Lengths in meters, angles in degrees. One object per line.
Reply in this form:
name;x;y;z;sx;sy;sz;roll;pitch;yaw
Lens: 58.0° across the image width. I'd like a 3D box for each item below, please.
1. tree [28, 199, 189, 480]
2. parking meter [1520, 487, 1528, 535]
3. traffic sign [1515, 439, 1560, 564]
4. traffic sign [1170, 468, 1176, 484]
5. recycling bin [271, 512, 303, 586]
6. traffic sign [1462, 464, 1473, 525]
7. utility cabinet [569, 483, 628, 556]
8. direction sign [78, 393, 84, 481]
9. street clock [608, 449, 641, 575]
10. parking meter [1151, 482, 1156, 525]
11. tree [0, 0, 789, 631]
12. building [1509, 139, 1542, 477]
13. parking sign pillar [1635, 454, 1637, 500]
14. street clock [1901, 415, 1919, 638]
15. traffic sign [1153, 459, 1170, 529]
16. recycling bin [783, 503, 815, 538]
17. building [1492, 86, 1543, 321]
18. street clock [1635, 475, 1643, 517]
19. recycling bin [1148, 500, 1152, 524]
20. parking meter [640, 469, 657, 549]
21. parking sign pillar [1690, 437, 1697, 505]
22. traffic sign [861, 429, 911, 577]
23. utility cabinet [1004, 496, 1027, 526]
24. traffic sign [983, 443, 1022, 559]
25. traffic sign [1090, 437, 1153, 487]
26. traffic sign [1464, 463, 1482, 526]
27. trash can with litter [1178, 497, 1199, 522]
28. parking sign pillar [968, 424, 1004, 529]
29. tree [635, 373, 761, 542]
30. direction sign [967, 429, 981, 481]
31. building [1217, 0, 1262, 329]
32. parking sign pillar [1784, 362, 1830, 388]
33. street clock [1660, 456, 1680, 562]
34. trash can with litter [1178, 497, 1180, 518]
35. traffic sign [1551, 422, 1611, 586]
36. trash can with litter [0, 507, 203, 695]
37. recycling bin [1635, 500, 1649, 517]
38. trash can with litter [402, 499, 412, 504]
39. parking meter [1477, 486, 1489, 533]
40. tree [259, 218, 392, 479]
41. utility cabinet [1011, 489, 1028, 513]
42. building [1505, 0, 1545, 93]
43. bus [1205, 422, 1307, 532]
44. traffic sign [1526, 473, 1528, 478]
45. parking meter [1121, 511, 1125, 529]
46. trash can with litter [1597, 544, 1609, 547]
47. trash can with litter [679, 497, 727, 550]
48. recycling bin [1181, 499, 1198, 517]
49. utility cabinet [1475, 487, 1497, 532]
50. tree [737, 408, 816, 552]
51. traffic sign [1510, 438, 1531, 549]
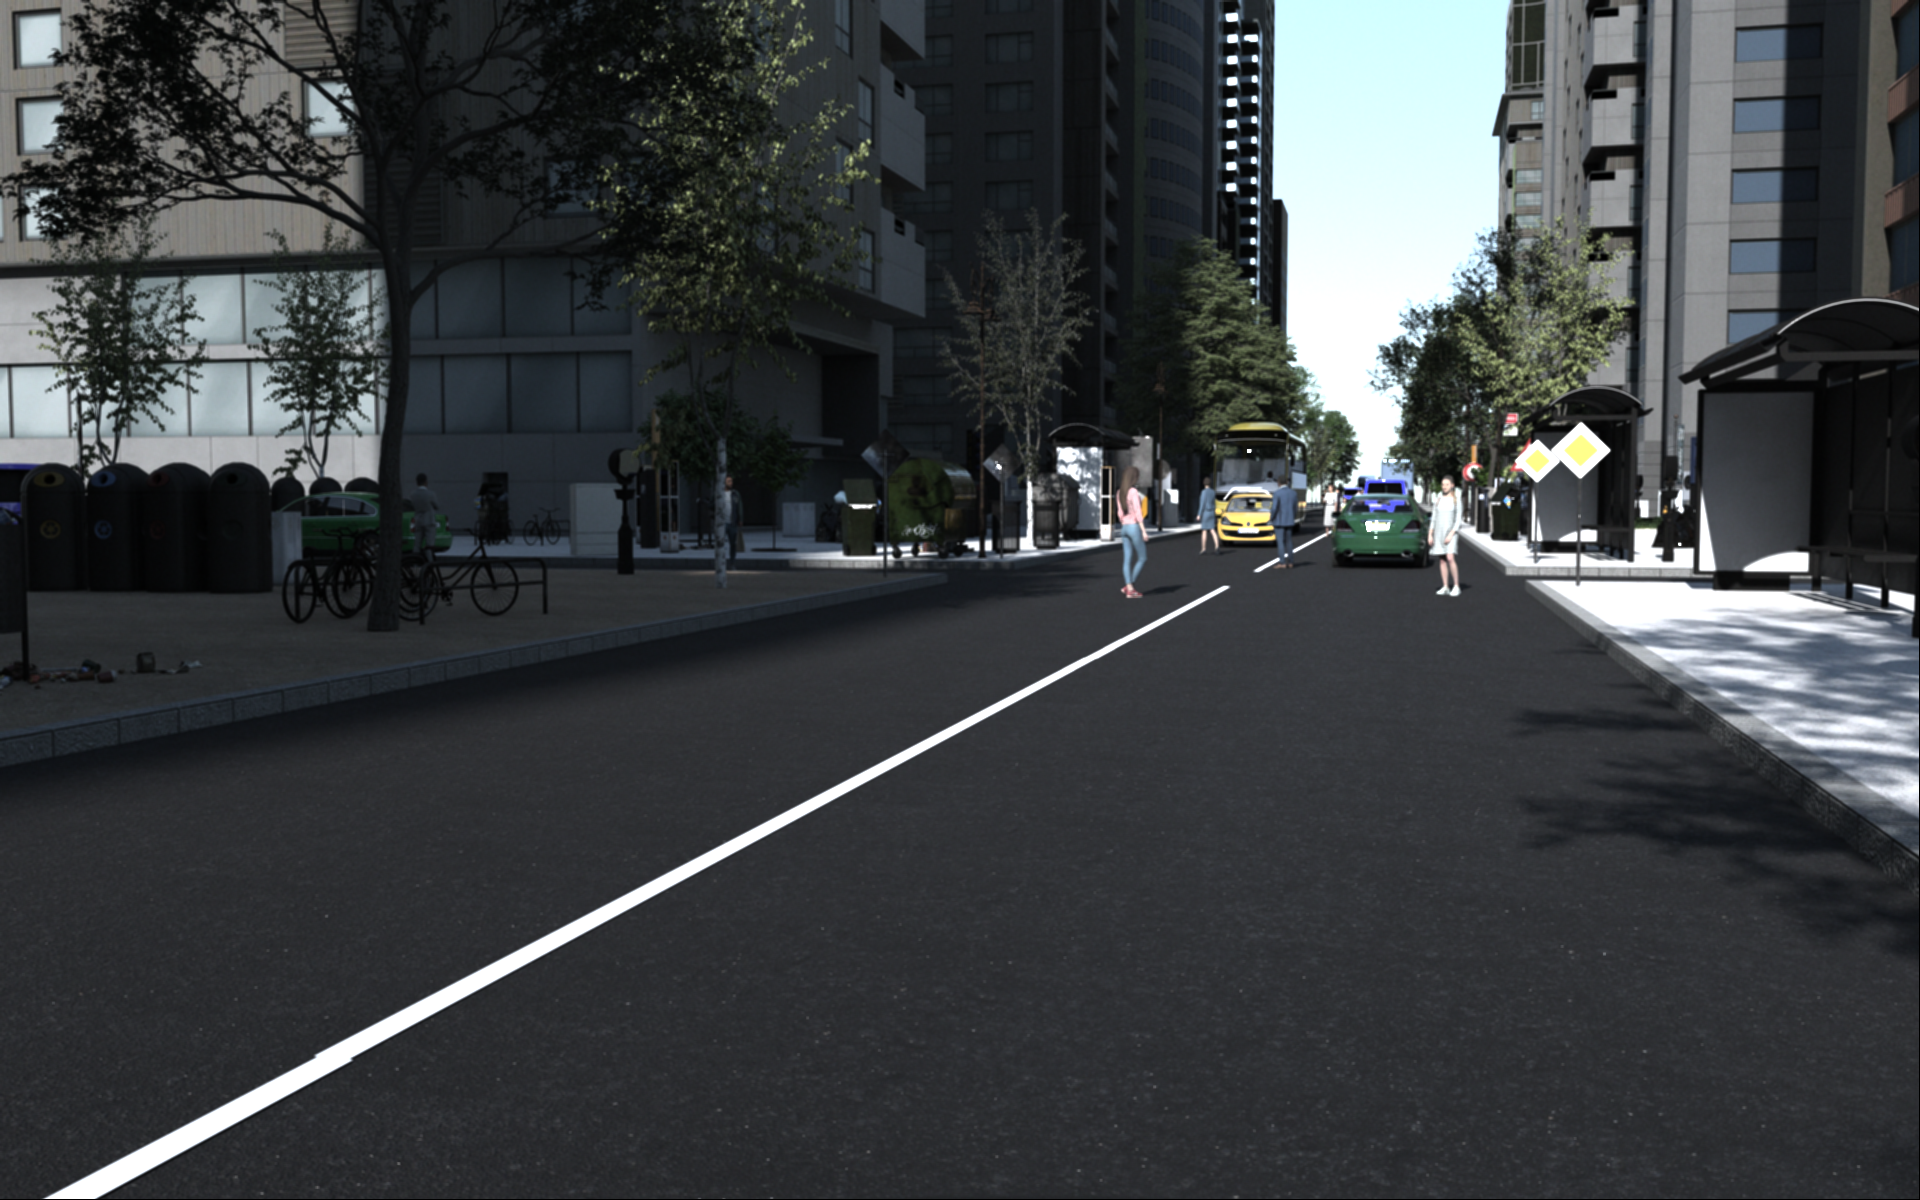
tree;-20.676;-5.627;42.357;4.737;8.622;4.395;0;3;0
parking meter;17.794;-2.811;54.376;0.372;1.533;0.369;0;3;0
traffic sign;10.604;-1.726;31.869;0.795;2.450;0.064;1;4;14
traffic sign;8.243;-4.055;68.426;0.606;2.300;0.079;1;4;19
recycling bin;-9.803;-0.735;24.575;0.722;1.027;0.722;0;4;-3
traffic sign;21.061;-4.353;71.281;0.768;2.556;0.104;1;4;16
utility cabinet;-7.503;-1.670;35.988;1.173;1.500;0.318;-3;4;-37
direction sign;-19.810;-2.879;39.062;0.379;3.537;0.876;-2;4;-26
street clock;-5.343;-1.410;27.631;0.358;2.002;0.471;3;5;44
parking meter;8.078;-4.006;71.204;0.255;1.863;0.399;-2;4;-32
tree;-5.073;-4.987;15.955;7.601;10.594;8.767;0;4;-4
building;71.093;-31.652;201.111;14.154;41.232;14.086;1;4;14
parking sign pillar;30.915;-5.654;80.910;1.447;3.967;1.447;-3;5;-40
street clock;8.621;-0.661;15.371;0.471;2.002;0.358;0;4;4
traffic sign;7.246;-3.846;62.990;0.768;2.556;0.104;1;4;19
recycling bin;-4.789;-2.381;51.489;0.722;1.027;0.722;2;4;32
building;82.585;-38.541;219.390;28.713;52.752;27.495;1;4;14
street clock;25.471;-3.701;65.079;0.358;2.002;0.471;3;4;36
recycling bin;8.550;-3.779;74.335;0.722;1.027;0.722;3;4;36
parking meter;-7.365;-2.151;40.874;0.255;1.863;0.399;-3;5;-39
parking sign pillar;25.068;-4.270;58.289;1.447;3.967;1.447;0;4;-1
traffic sign;-1.148;-1.407;26.640;0.795;2.450;0.064;1;4;14
utility cabinet;2.170;-3.553;69.256;1.020;1.237;0.306;-1;4;-13
traffic sign;0.828;-1.880;34.378;0.795;2.450;0.064;1;4;14
traffic sign;5.753;-4.161;61.911;2.265;3.308;0.079;1;4;16
traffic sign;20.823;-4.286;70.182;0.768;2.556;0.104;1;4;19
trash can with litter;10.517;-4.194;79.626;1.678;1.210;2.233;0;4;6
parking sign pillar;0.982;-4.672;64.854;1.447;3.967;1.447;-1;4;-20
tree;-7.053;-3.862;46.864;4.285;4.588;4.351;0;3;0
direction sign;0.481;-4.198;60.633;0.379;3.537;0.876;-2;4;-32
building;26.905;-55.119;213.864;22.319;86.520;31.000;1;4;14
parking sign pillar;15.957;-2.738;33.240;1.447;3.967;1.447;2;4;35
street clock;13.422;-1.724;32.764;0.358;2.002;0.471;1;4;18
trash can with litter;11.246;-4.913;91.718;0.624;1.170;1.055;-1;4;-12
traffic sign;8.628;-1.253;24.131;0.795;2.450;0.064;1;4;14
trash can with litter;-6.227;-0.050;11.870;1.678;1.210;2.233;3;5;41
recycling bin;27.553;-3.550;70.604;0.722;1.027;0.722;-1;4;-9
trash can with litter;-12.842;-1.735;39.749;0.624;1.170;1.055;0;4;-3
parking meter;17.240;-2.977;57.084;0.372;1.533;0.369;0;3;0
tree;-17.135;-5.883;46.552;4.737;8.622;4.395;0;3;0
utility cabinet;2.990;-4.467;81.722;1.173;1.500;0.318;-2;4;-35
building;85.024;-49.239;243.308;20.563;71.187;20.611;1;4;14
bus;10.985;-4.356;62.773;2.896;3.916;12.252;1;4;14
traffic sign;22.803;-4.192;68.649;0.768;2.556;0.104;1;4;23
parking meter;6.039;-3.322;62.729;0.372;1.533;0.369;0;3;0
trash can with litter;15.793;-1.888;42.250;0.624;1.170;1.055;2;4;35
trash can with litter;-6.243;-1.793;40.368;1.678;1.210;2.233;1;4;21
recycling bin;12.959;-5.225;97.977;0.722;1.027;0.722;-2;4;-23
utility cabinet;17.665;-3.014;57.956;0.318;1.500;1.173;-1;4;-12
tree;-4.048;-2.708;38.871;1.663;3.219;1.824;0;3;0
traffic sign;13.207;-2.456;40.166;0.884;2.594;0.081;1;4;21
